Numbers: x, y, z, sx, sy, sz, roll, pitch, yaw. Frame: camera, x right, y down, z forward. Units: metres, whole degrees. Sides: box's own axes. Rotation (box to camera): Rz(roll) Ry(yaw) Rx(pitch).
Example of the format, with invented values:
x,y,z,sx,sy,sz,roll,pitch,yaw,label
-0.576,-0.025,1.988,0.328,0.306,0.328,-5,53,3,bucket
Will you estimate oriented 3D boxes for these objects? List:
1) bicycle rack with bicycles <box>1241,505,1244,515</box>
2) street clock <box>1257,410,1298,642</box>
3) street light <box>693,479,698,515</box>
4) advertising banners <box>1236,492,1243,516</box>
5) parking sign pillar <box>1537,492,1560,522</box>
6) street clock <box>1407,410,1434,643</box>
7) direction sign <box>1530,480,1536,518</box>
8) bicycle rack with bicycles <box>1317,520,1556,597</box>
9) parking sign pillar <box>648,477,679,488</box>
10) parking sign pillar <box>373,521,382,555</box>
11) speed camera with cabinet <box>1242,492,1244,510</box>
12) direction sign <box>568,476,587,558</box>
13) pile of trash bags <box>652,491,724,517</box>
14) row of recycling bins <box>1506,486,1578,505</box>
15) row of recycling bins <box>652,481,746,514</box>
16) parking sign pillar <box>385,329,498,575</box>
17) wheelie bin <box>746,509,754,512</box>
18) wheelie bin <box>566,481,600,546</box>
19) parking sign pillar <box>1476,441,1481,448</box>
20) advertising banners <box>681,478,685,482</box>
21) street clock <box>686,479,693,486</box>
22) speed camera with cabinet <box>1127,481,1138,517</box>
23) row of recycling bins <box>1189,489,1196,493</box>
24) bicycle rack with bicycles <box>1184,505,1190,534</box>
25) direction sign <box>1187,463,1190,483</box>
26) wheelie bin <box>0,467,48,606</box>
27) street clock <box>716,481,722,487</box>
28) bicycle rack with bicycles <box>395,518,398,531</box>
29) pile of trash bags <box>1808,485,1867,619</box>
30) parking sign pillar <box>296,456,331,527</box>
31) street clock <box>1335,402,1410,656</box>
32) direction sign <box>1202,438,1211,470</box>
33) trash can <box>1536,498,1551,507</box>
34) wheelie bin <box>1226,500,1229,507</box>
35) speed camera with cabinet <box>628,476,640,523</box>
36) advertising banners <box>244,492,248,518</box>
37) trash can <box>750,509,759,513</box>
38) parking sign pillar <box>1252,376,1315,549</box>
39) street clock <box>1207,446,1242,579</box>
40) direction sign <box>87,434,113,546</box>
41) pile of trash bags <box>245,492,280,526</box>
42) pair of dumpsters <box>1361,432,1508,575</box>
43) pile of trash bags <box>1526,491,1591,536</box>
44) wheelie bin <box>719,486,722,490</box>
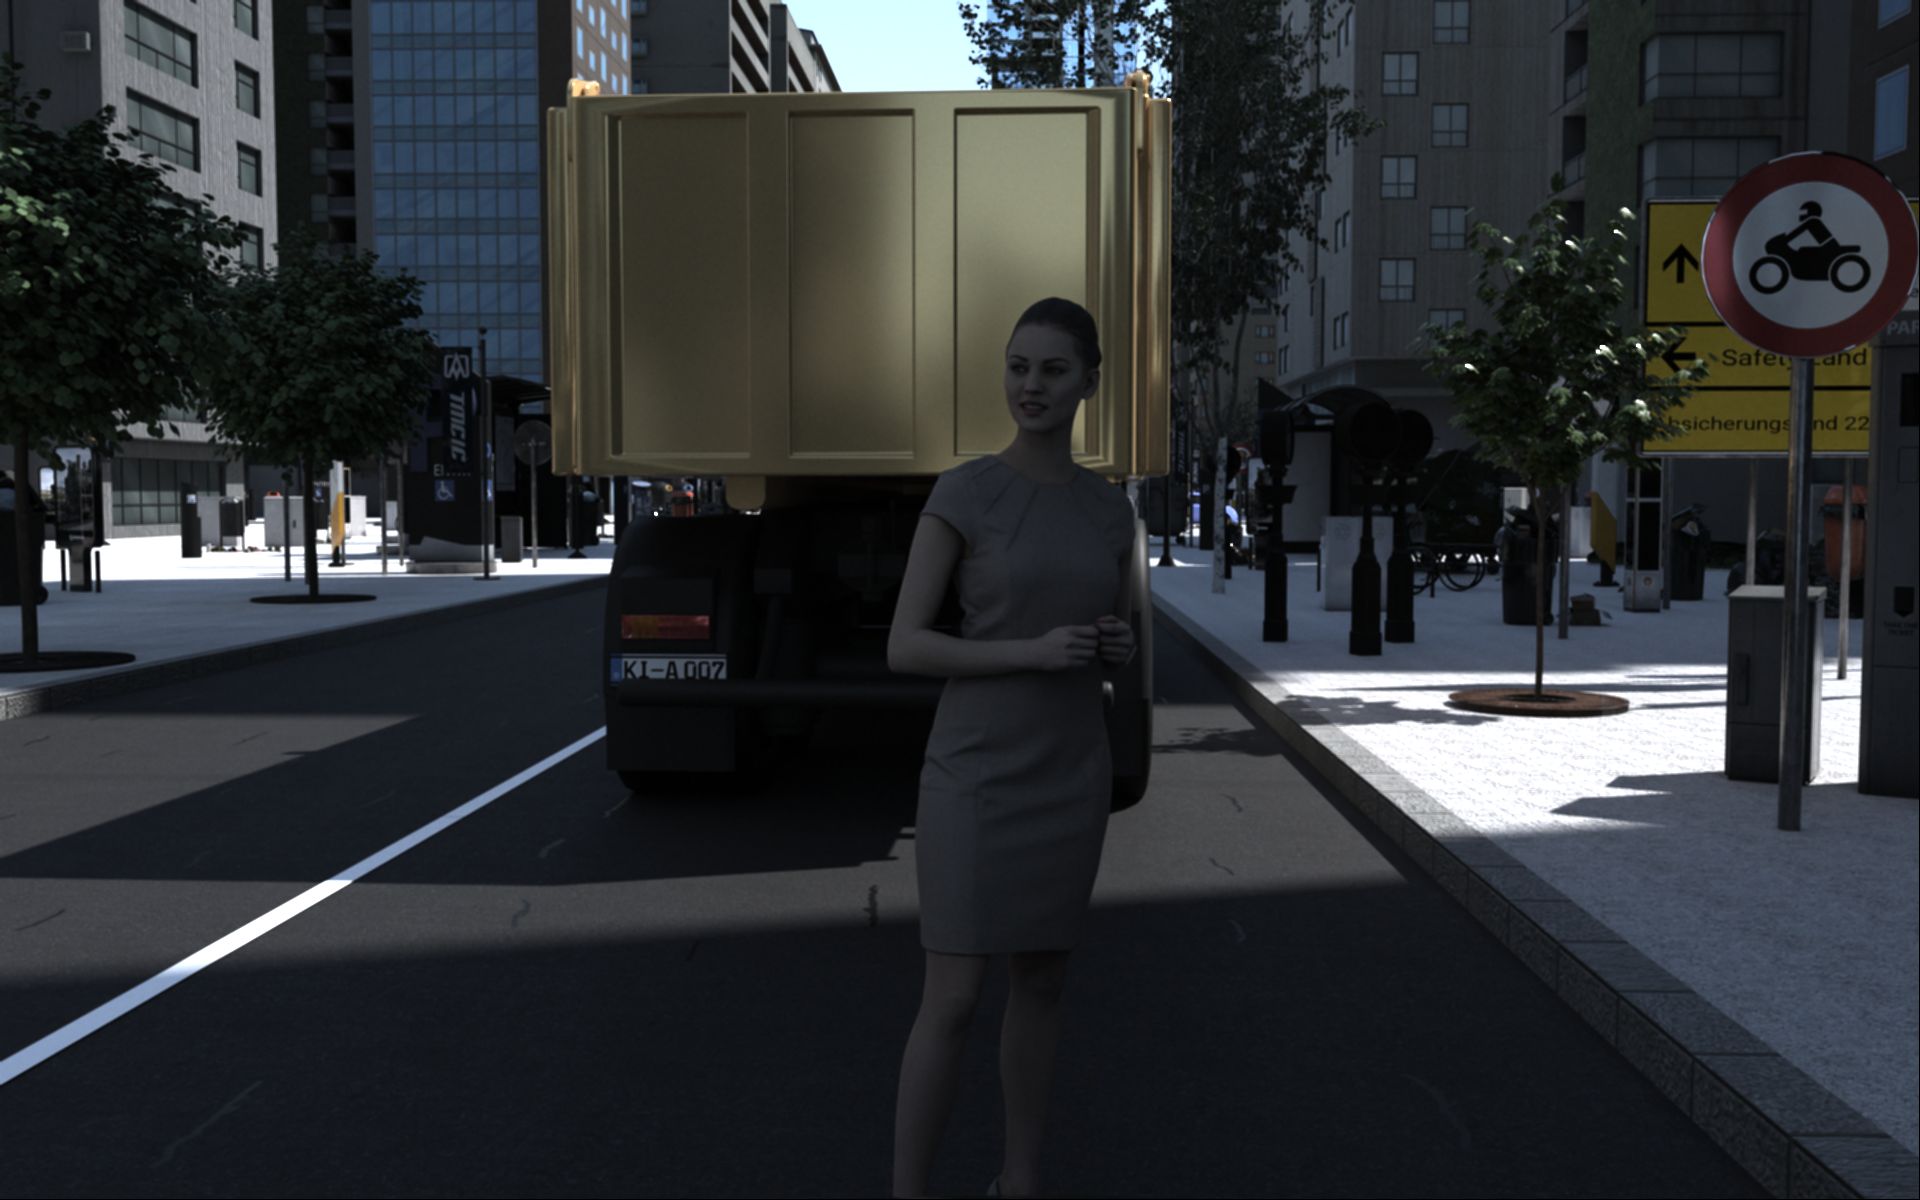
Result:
x,y,z,sx,sy,sz,roll,pitch,yaw,label
18.678,-5.635,105.516,2.852,0.926,2.925,-3,5,-45,bicycle rack with bicycles
2.753,-0.642,15.059,0.358,2.002,0.471,1,4,20,street clock
-5.526,-4.101,39.600,1.470,5.913,1.316,0,4,2,street light
14.688,-6.117,96.205,2.074,3.025,0.090,1,4,9,advertising banners
23.112,-4.818,67.242,1.447,3.967,1.447,0,4,-1,parking sign pillar
3.812,-0.636,14.964,0.471,2.002,0.358,-1,4,-14,street clock
6.762,-1.738,20.409,0.379,3.537,0.876,0,4,-4,direction sign
5.972,-0.583,22.921,2.852,0.926,2.925,-3,4,-39,bicycle rack with bicycles
-11.191,-4.703,65.367,1.447,3.967,1.447,3,4,37,parking sign pillar
-11.714,-2.959,36.849,1.447,3.967,1.447,-2,4,-24,parking sign pillar
23.599,-9.058,142.438,2.038,3.252,0.660,0,4,6,speed camera with cabinet
-7.656,-2.603,34.551,0.876,3.537,0.379,-2,4,-32,direction sign
-7.212,-2.208,45.850,1.912,1.369,3.447,0,4,-2,pile of trash bags
29.228,-4.917,87.505,3.534,1.692,1.069,2,4,24,row of recycling bins
-8.802,-3.095,57.713,3.534,1.692,1.069,-2,4,-35,row of recycling bins
-8.297,-2.428,28.163,1.447,3.967,1.447,1,4,12,parking sign pillar
-15.095,-7.159,124.951,0.693,1.594,0.980,2,4,34,wheelie bin
-9.370,-2.145,42.983,0.980,1.594,0.693,2,4,29,wheelie bin
25.211,-5.964,85.976,1.447,3.967,1.447,1,4,23,parking sign pillar
-13.738,-5.606,87.844,0.090,3.025,2.074,-2,4,-32,advertising banners
-10.324,-3.822,67.053,0.471,2.002,0.358,2,4,25,street clock
6.271,-4.334,65.196,0.660,3.252,2.038,0,4,-6,speed camera with cabinet
18.987,-8.086,139.311,3.534,1.692,1.069,-1,4,-10,row of recycling bins
7.517,-2.614,56.129,2.852,0.926,2.925,0,4,6,bicycle rack with bicycles
17.068,-8.262,127.088,0.876,3.537,0.379,1,4,20,direction sign
-11.002,-0.742,20.038,0.980,1.594,0.693,3,5,40,wheelie bin
-12.375,-5.165,89.016,0.358,2.002,0.471,-1,4,-21,street clock
-16.645,-2.635,56.469,2.925,0.926,2.852,3,5,42,bicycle rack with bicycles
9.541,-0.496,17.859,1.912,1.369,3.447,3,5,40,pile of trash bags
-25.199,-4.843,67.660,1.447,3.967,1.447,-2,4,-33,parking sign pillar
3.239,-0.563,13.776,0.471,2.002,0.358,-1,4,-16,street clock
9.957,-4.770,69.979,0.379,3.537,0.876,-1,4,-13,direction sign
21.193,-3.157,63.277,0.748,1.137,0.748,0,3,0,trash can
12.423,-4.549,82.290,0.980,1.594,0.693,-3,4,-38,wheelie bin
-9.097,-3.235,47.233,0.660,3.252,2.038,-1,4,-13,speed camera with cabinet
-36.398,-5.554,86.989,0.090,3.025,2.074,1,4,12,advertising banners
-13.887,-6.448,117.071,0.748,1.137,0.748,0,3,0,trash can
7.382,-3.115,39.400,1.447,3.967,1.447,2,4,25,parking sign pillar
3.988,-1.321,26.172,0.471,2.002,0.358,-1,4,-17,street clock
-21.411,-3.128,43.147,0.379,3.537,0.876,1,4,15,direction sign
-29.096,-3.660,69.593,3.447,1.369,1.912,-2,4,-27,pile of trash bags
8.007,-1.651,29.480,1.574,2.255,4.437,0,4,2,pair of dumpsters
14.001,-1.834,39.746,1.912,1.369,3.447,3,5,42,pile of trash bags
-9.704,-3.818,70.329,0.693,1.594,0.980,-1,4,-14,wheelie bin
